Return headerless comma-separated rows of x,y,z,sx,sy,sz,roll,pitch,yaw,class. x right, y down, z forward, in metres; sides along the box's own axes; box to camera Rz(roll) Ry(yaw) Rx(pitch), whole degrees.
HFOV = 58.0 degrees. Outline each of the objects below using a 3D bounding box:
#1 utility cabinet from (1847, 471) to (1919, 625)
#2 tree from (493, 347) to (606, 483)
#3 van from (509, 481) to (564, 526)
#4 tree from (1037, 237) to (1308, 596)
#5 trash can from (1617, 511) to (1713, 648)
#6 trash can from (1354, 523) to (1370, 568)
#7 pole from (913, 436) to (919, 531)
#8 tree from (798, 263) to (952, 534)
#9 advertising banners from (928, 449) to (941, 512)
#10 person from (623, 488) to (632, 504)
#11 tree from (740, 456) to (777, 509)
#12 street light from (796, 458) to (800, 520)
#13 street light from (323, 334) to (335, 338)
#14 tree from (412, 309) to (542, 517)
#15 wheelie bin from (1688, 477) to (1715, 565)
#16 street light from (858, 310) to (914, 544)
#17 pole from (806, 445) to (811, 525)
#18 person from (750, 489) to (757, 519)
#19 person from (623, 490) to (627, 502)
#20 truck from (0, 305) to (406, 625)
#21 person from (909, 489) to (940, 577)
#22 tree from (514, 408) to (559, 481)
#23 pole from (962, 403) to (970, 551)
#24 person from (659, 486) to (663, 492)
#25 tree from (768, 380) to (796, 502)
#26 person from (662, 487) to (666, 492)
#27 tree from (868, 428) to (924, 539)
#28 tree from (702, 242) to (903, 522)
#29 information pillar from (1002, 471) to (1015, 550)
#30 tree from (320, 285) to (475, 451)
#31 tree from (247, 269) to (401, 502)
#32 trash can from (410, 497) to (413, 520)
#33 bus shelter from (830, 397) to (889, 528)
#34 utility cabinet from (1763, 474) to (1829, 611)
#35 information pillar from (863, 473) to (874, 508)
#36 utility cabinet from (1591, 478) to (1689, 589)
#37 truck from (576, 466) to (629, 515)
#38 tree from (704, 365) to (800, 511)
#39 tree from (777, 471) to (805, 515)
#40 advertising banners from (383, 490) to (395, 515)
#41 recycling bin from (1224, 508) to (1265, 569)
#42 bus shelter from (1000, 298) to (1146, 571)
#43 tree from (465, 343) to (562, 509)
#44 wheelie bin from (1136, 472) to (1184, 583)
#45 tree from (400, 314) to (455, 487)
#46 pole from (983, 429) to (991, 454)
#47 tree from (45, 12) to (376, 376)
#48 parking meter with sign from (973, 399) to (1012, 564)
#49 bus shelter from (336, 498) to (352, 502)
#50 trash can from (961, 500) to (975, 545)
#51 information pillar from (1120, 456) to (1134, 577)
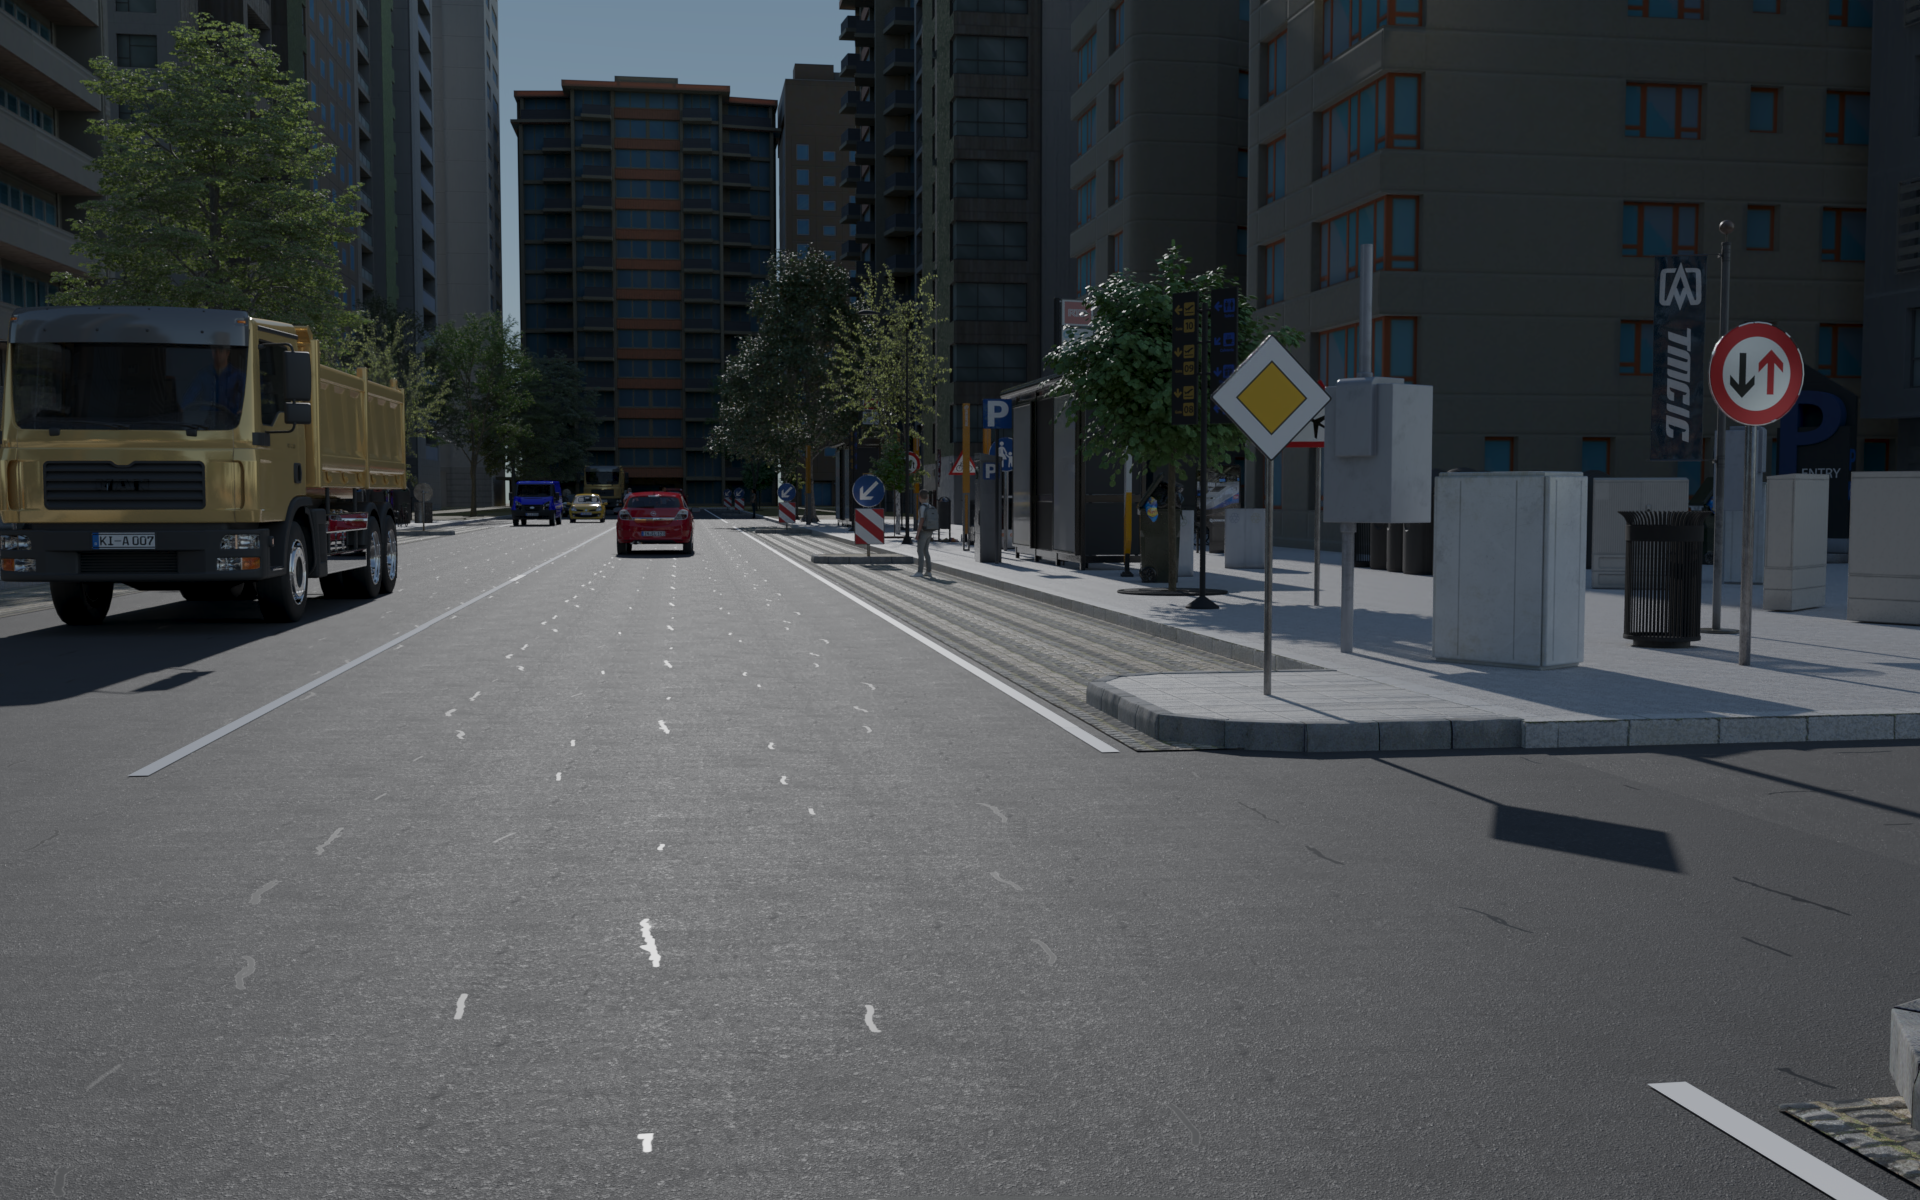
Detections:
9.338,-0.502,16.894,0.318,1.500,1.173,-2,4,-35,utility cabinet
-36.069,-14.959,151.233,9.857,13.997,8.962,0,3,0,tree
-19.547,-4.633,80.135,2.240,2.365,5.245,-1,4,-8,van
2.723,-2.367,22.415,4.285,4.588,4.351,0,3,0,tree
5.923,-0.180,14.590,0.748,1.137,0.748,0,3,0,trash can
7.131,-1.148,30.420,0.748,1.137,0.748,0,3,0,trash can
-1.523,-4.067,60.338,0.158,3.312,0.155,0,3,0,pole
-2.103,-6.376,54.618,4.360,8.622,3.978,0,3,0,tree
-0.996,-4.370,67.633,0.090,3.025,2.074,-1,4,-14,advertising banners
-16.228,-4.642,85.334,0.756,1.711,0.436,-1,4,-17,person
-16.833,-9.852,144.789,4.285,4.588,4.351,0,3,0,tree
-8.588,-6.902,85.384,1.470,5.913,1.316,-1,4,-9,street light
-18.795,-4.750,50.201,1.470,5.913,1.316,-1,4,-9,street light
-27.311,-10.490,97.259,9.928,11.665,9.643,0,3,0,tree
13.751,-1.452,31.641,0.693,1.594,0.980,0,4,-1,wheelie bin
-1.878,-4.368,43.958,1.470,5.913,1.316,-1,4,-9,street light
-6.353,-4.813,72.540,0.158,3.312,0.155,0,3,0,pole
-12.171,-5.646,101.529,0.721,1.735,1.217,-1,4,-12,person
-26.931,-8.002,140.065,0.721,1.736,1.217,0,4,8,person
-8.917,-1.547,21.221,3.469,3.379,9.791,-1,4,-8,truck
-0.626,-1.149,29.881,0.523,1.515,0.503,0,4,-7,person
-35.464,-11.797,143.245,4.360,8.622,3.978,0,3,0,tree
0.140,-2.762,38.998,0.158,3.312,0.155,0,3,0,pole
-15.975,-5.174,92.721,1.348,1.869,0.705,-1,4,-11,person
-10.456,-9.345,103.157,4.360,8.622,3.978,0,3,0,tree
-15.638,-5.083,91.585,0.705,1.826,1.348,1,4,9,person
-1.787,-3.411,50.365,1.663,3.219,1.824,0,3,0,tree
-7.015,-9.921,79.221,9.611,12.733,9.660,0,3,0,tree
1.099,-2.181,40.156,0.304,2.012,0.304,-3,5,-42,information pillar
-25.378,-8.776,77.892,7.601,10.594,8.767,0,4,1,tree
-20.675,-6.373,54.555,4.360,8.622,3.978,0,3,0,tree
-25.821,-4.218,80.619,0.748,1.137,0.748,0,3,0,trash can
-3.983,-5.600,69.189,2.179,5.291,8.768,-1,4,-9,bus shelter
9.276,-0.645,19.229,0.318,1.500,1.173,3,5,43,utility cabinet
-3.251,-3.482,61.416,0.304,2.012,0.304,1,4,14,information pillar
9.126,-0.892,23.267,1.173,1.500,0.318,1,4,17,utility cabinet
-24.758,-7.622,120.545,3.469,3.379,9.791,-1,4,-10,truck
-15.512,-12.564,131.178,9.928,11.665,9.643,0,3,0,tree
-10.484,-6.982,108.765,1.663,3.219,1.824,0,3,0,tree
-21.343,-4.204,64.927,0.090,3.025,2.074,0,4,-5,advertising banners
5.010,-1.069,30.034,0.722,1.027,0.722,1,4,20,recycling bin
2.122,-3.398,33.181,2.179,5.291,8.768,-1,4,-9,bus shelter
-33.949,-12.946,129.790,7.486,12.596,7.792,0,3,0,tree
2.923,-1.060,25.244,0.693,1.594,0.980,0,4,4,wheelie bin
-22.910,-7.317,69.988,4.360,8.622,3.978,0,3,0,tree
0.617,-2.809,39.776,0.158,3.312,0.155,0,3,0,pole
-17.584,-7.538,41.381,7.486,12.596,7.792,0,3,0,tree
0.555,-2.222,32.597,0.543,3.016,1.738,-1,4,-9,parking meter with sign
-23.271,-4.400,63.222,1.731,3.624,6.357,-1,4,-9,bus shelter
0.388,-1.952,43.576,0.748,1.137,0.748,0,3,0,trash can
2.594,-2.164,26.730,0.183,3.616,0.504,0,4,2,information pillar
